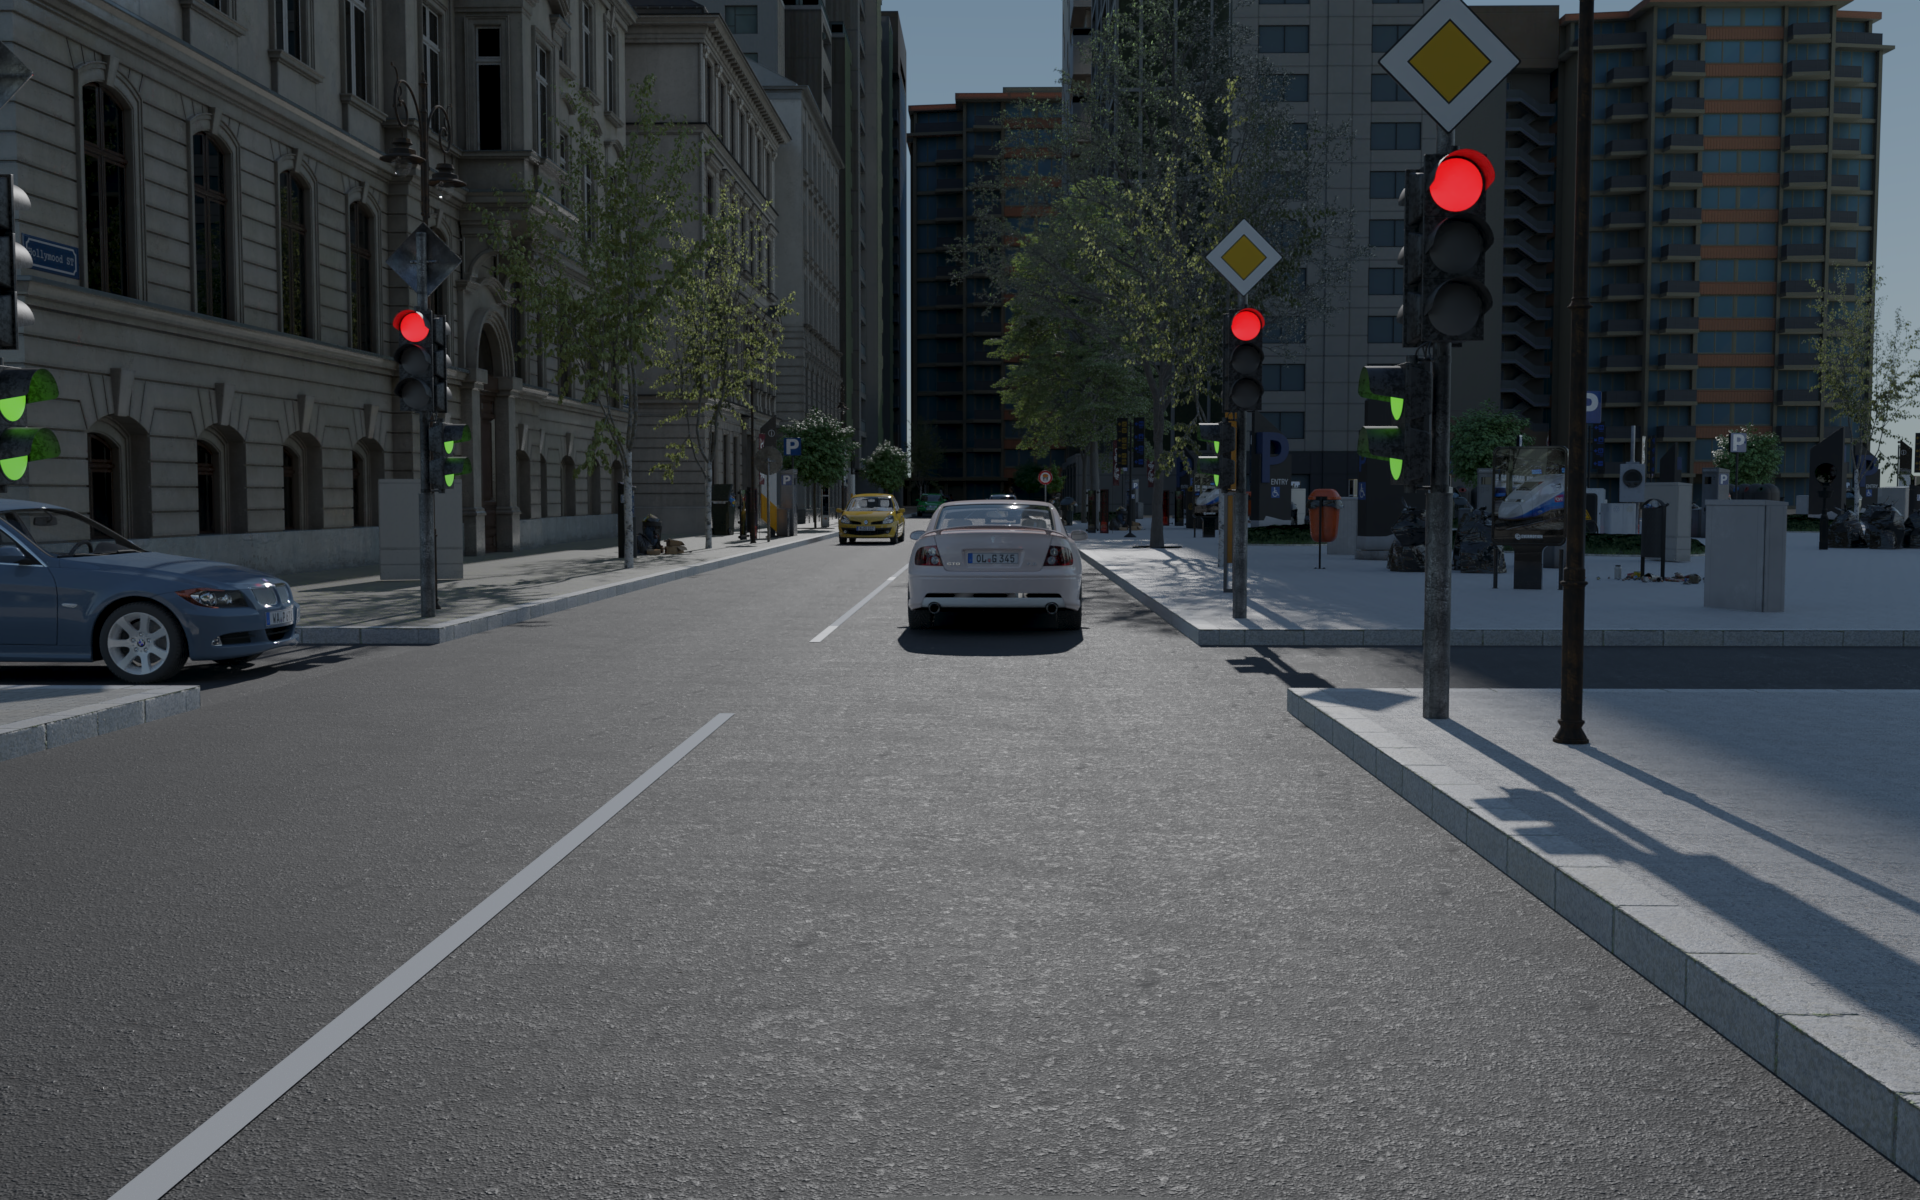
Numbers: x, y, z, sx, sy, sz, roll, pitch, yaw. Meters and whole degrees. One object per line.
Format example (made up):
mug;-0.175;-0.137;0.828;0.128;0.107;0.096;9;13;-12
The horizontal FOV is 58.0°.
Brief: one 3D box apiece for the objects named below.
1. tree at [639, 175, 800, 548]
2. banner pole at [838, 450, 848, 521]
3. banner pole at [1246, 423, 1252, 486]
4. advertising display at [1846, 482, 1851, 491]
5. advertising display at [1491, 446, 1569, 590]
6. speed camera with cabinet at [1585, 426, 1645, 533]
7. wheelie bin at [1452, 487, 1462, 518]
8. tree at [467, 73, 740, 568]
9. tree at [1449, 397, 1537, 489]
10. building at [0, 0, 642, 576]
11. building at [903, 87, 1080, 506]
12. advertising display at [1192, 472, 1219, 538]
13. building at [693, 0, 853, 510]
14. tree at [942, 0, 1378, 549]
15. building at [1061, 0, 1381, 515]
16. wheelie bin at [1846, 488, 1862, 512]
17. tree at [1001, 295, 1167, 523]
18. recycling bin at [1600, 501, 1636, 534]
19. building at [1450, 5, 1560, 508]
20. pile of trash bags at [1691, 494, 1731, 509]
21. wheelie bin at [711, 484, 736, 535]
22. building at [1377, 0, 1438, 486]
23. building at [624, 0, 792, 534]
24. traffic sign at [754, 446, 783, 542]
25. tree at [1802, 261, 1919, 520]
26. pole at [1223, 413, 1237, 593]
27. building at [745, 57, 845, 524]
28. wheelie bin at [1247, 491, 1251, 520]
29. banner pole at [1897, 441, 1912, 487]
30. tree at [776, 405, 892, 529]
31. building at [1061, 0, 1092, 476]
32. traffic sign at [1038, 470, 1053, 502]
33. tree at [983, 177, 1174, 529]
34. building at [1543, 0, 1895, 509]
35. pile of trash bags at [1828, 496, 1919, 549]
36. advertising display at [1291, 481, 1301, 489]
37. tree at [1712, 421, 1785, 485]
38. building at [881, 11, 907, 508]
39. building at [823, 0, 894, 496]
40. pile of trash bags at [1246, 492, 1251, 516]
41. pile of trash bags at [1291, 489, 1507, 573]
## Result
tree;-5.910;-5.538;40.906;4.360;8.622;3.978;0;3;0
banner pole;-5.184;-5.263;76.063;0.401;3.779;0.863;3;4;36
banner pole;10.132;-4.296;60.256;0.863;3.779;0.401;1;4;22
advertising display;45.776;-5.192;90.110;0.974;1.923;0.123;1;4;14
advertising display;7.661;-1.106;23.301;0.974;1.923;0.123;2;4;27
speed camera with cabinet;18.753;-3.418;50.215;2.038;3.252;0.660;1;4;19
wheelie bin;23.403;-4.546;82.241;0.693;1.594;0.980;-1;4;-15
tree;-5.983;-4.857;29.775;4.737;8.622;4.395;0;3;0
tree;17.814;-4.594;58.823;4.285;4.588;4.351;0;3;0
building;-15.682;-13.303;36.594;14.460;24.649;34.723;0;4;1
building;7.201;-32.701;189.292;28.867;44.769;22.147;0;4;1
advertising display;7.342;-2.804;51.062;0.974;1.923;0.123;-1;4;-8
building;-13.852;-20.148;101.126;14.160;30.474;14.107;0;4;1
tree;4.730;-7.965;40.593;12.009;13.543;11.850;0;3;0
building;18.252;-42.171;127.748;20.563;71.187;20.611;0;4;1
wheelie bin;43.417;-4.668;84.227;0.693;1.594;0.980;3;5;41
tree;5.261;-8.665;76.080;8.767;10.594;7.601;3;4;38
recycling bin;17.970;-2.126;47.317;0.722;1.027;0.722;0;4;0
building;44.646;-31.047;157.732;14.200;45.320;14.600;0;4;1
pile of trash bags;23.626;-2.804;55.603;3.447;1.369;1.912;-2;4;-35
wheelie bin;-7.433;-2.831;54.187;0.980;1.594;0.693;1;4;15
building;17.343;-40.914;107.190;20.563;71.187;20.611;0;4;1
building;-12.574;-12.203;64.150;10.561;19.102;19.286;0;4;1
traffic sign;-5.118;-2.821;46.236;0.768;2.556;0.104;0;4;4
tree;28.423;-6.363;54.397;4.360;8.622;3.978;0;3;0
pole;3.526;-1.753;22.508;0.158;3.312;0.155;0;3;0
building;-11.131;-14.291;82.808;9.793;20.994;18.267;0;4;1
wheelie bin;14.534;-4.714;84.983;0.693;1.594;0.980;-2;4;-28
banner pole;44.265;-5.586;81.342;0.863;3.779;0.401;0;4;-1
tree;-5.273;-4.908;63.961;4.285;4.588;4.351;0;3;0
building;22.824;-34.434;152.231;28.713;52.752;27.495;0;4;1
traffic sign;4.600;-5.699;93.288;0.768;2.556;0.104;0;4;7
tree;4.527;-8.842;62.688;7.486;12.596;7.792;0;3;0
building;66.114;-30.564;154.347;28.867;44.769;22.147;0;4;1
pile of trash bags;22.498;-1.924;41.208;3.447;1.369;1.912;-1;4;-17
advertising display;15.995;-4.801;83.707;0.974;1.923;0.123;-1;4;-17
tree;35.639;-5.794;78.453;4.285;4.588;4.351;0;3;0
building;-12.335;-31.157;159.532;14.200;45.320;14.600;0;4;1
building;-12.957;-28.161;144.029;14.154;41.232;14.086;0;4;1
pile of trash bags;12.093;-3.349;64.508;3.447;1.369;1.912;2;4;31
pile of trash bags;7.536;-1.194;29.267;3.447;1.369;1.912;2;4;26
